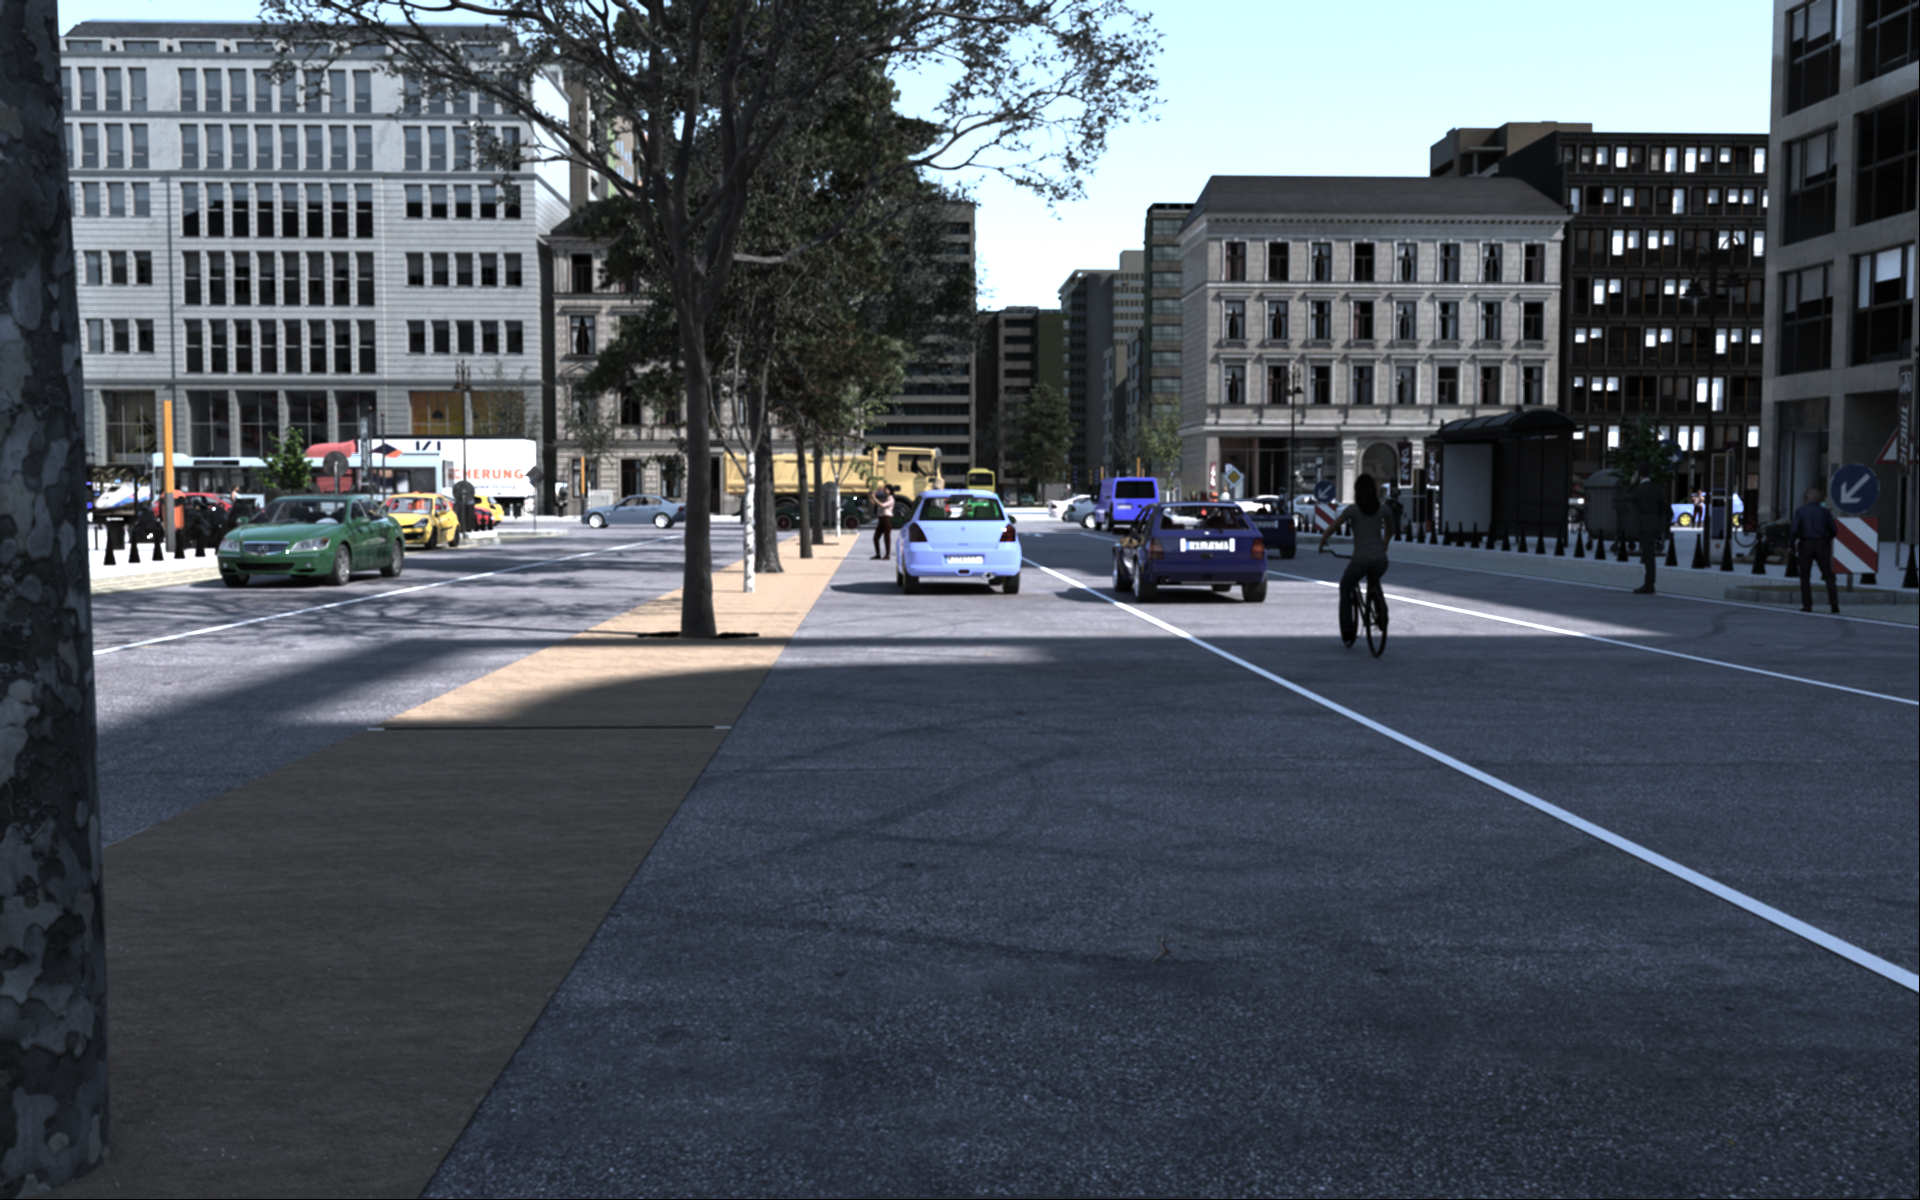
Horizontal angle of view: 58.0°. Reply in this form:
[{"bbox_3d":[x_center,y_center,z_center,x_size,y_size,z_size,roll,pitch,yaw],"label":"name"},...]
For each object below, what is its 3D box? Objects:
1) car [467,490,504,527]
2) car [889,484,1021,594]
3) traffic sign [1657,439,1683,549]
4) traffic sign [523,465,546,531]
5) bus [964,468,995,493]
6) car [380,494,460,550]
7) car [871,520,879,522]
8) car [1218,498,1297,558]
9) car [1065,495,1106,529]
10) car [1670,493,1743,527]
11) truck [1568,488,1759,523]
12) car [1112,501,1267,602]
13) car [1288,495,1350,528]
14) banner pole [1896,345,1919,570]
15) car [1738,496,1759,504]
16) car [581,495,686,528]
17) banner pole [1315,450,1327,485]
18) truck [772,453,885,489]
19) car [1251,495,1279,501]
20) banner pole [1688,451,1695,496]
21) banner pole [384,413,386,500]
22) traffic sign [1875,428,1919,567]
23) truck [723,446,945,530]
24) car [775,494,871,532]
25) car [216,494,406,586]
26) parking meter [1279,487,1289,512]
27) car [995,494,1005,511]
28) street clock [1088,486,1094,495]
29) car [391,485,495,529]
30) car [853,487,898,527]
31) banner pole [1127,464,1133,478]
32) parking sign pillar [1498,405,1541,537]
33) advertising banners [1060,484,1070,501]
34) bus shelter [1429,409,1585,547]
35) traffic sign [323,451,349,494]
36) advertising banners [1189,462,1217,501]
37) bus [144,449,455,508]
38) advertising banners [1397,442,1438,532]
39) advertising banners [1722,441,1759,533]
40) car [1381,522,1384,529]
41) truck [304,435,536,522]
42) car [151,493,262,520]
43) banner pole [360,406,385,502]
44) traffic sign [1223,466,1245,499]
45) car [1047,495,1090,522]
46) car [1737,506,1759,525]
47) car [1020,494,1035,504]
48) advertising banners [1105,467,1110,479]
[{"bbox_3d":[-22.397,-4.091,77.112,3.980,1.641,2.015,0,4,-2],"label":"car"},{"bbox_3d":[-0.081,-1.010,26.102,1.945,1.707,3.694,0,4,-4],"label":"car"},{"bbox_3d":[16.375,-2.456,40.266,0.768,2.556,0.104,0,4,6],"label":"traffic sign"},{"bbox_3d":[-14.950,-3.501,60.878,0.795,2.450,0.064,0,4,-2],"label":"traffic sign"},{"bbox_3d":[1.864,-10.633,165.401,2.896,3.916,12.252,0,4,0],"label":"bus"},{"bbox_3d":[-14.190,-2.119,44.873,2.015,1.641,3.980,0,4,-4],"label":"car"},{"bbox_3d":[-4.105,-4.186,80.451,4.499,1.417,2.014,0,4,-4],"label":"car"},{"bbox_3d":[6.495,-1.667,39.828,1.945,1.354,3.894,0,4,-4],"label":"car"},{"bbox_3d":[6.658,-3.699,72.477,4.499,1.417,2.014,0,4,-3],"label":"car"},{"bbox_3d":[33.007,-4.130,77.119,3.694,1.707,1.945,0,4,-3],"label":"car"},{"bbox_3d":[38.335,-5.872,85.759,18.799,4.110,2.967,0,4,-1],"label":"truck"},{"bbox_3d":[3.154,-0.715,24.268,1.945,1.354,3.894,0,4,-1],"label":"car"},{"bbox_3d":[15.498,-3.813,74.341,4.499,1.417,2.014,0,4,-1],"label":"car"},{"bbox_3d":[16.086,-2.408,29.384,0.401,3.779,0.863,0,4,2],"label":"banner pole"},{"bbox_3d":[36.348,-4.129,80.082,3.894,1.354,1.945,0,4,-3],"label":"car"},{"bbox_3d":[-13.756,-3.748,73.287,4.499,1.417,2.014,0,4,-1],"label":"car"},{"bbox_3d":[20.693,-6.673,99.115,0.863,3.779,0.401,3,4,38],"label":"banner pole"},{"bbox_3d":[-5.963,-5.352,83.427,9.791,3.379,3.469,0,4,-2],"label":"truck"},{"bbox_3d":[15.139,-4.335,83.239,4.827,1.381,2.083,0,4,-2],"label":"car"},{"bbox_3d":[42.697,-6.798,101.167,0.401,3.779,0.863,0,4,-5],"label":"banner pole"},{"bbox_3d":[-17.750,-3.874,53.355,0.401,3.779,0.863,-1,4,-18],"label":"banner pole"},{"bbox_3d":[16.583,-1.869,30.570,0.884,2.594,0.081,0,4,5],"label":"traffic sign"},{"bbox_3d":[-4.672,-4.595,71.056,9.791,3.379,3.469,0,4,-1],"label":"truck"},{"bbox_3d":[-5.561,-3.500,67.013,4.222,1.686,2.009,0,4,-2],"label":"car"},{"bbox_3d":[-10.556,-1.018,28.449,2.131,1.459,4.920,0,4,-2],"label":"car"},{"bbox_3d":[11.752,-3.332,62.889,0.372,1.533,0.369,0,3,0],"label":"parking meter"},{"bbox_3d":[0.986,-4.109,75.984,1.959,1.807,4.718,0,4,-2],"label":"car"},{"bbox_3d":[11.219,-8.828,148.905,0.471,2.002,0.358,-2,4,-27],"label":"street clock"},{"bbox_3d":[-20.583,-3.611,68.076,4.494,1.783,2.155,0,4,-1],"label":"car"},{"bbox_3d":[-3.025,-4.082,75.406,5.304,1.827,2.281,0,4,-4],"label":"car"},{"bbox_3d":[13.922,-9.271,141.592,0.863,3.779,0.401,3,5,45],"label":"banner pole"},{"bbox_3d":[17.330,-3.931,52.752,1.447,3.967,1.447,3,4,37],"label":"parking sign pillar"},{"bbox_3d":[9.030,-9.310,148.401,0.090,3.025,2.074,2,4,27],"label":"advertising banners"},{"bbox_3d":[13.729,-3.057,43.907,2.014,3.302,5.546,0,4,-2],"label":"bus shelter"},{"bbox_3d":[-18.553,-3.143,51.493,0.768,2.556,0.104,0,4,-2],"label":"traffic sign"},{"bbox_3d":[13.235,-5.996,94.220,2.074,3.025,0.090,-3,4,-37],"label":"advertising banners"},{"bbox_3d":[-28.610,-4.850,74.150,13.247,3.499,2.948,0,4,-3],"label":"bus"},{"bbox_3d":[15.635,-3.779,57.977,2.074,3.025,0.090,0,4,2],"label":"advertising banners"},{"bbox_3d":[26.379,-3.761,57.681,2.074,3.025,0.090,0,4,1],"label":"advertising banners"},{"bbox_3d":[18.851,-3.798,70.896,4.718,1.807,1.959,0,4,-4],"label":"car"},{"bbox_3d":[-26.169,-5.748,82.893,11.283,4.237,2.839,0,4,-4],"label":"truck"},{"bbox_3d":[-27.768,-3.385,64.379,4.494,1.783,2.155,0,4,-2],"label":"car"},{"bbox_3d":[-16.965,-3.644,49.589,0.401,3.779,0.863,-3,5,-44],"label":"banner pole"},{"bbox_3d":[9.773,-3.563,61.894,0.795,2.450,0.064,0,4,-2],"label":"traffic sign"},{"bbox_3d":[6.865,-4.640,88.219,4.827,1.381,2.083,0,4,-2],"label":"car"},{"bbox_3d":[34.783,-3.834,72.469,4.222,1.686,2.009,0,4,-4],"label":"car"},{"bbox_3d":[8.650,-13.114,226.206,2.131,1.459,4.920,0,4,-2],"label":"car"},{"bbox_3d":[10.042,-7.170,113.416,0.090,3.025,2.074,3,4,36],"label":"advertising banners"}]
